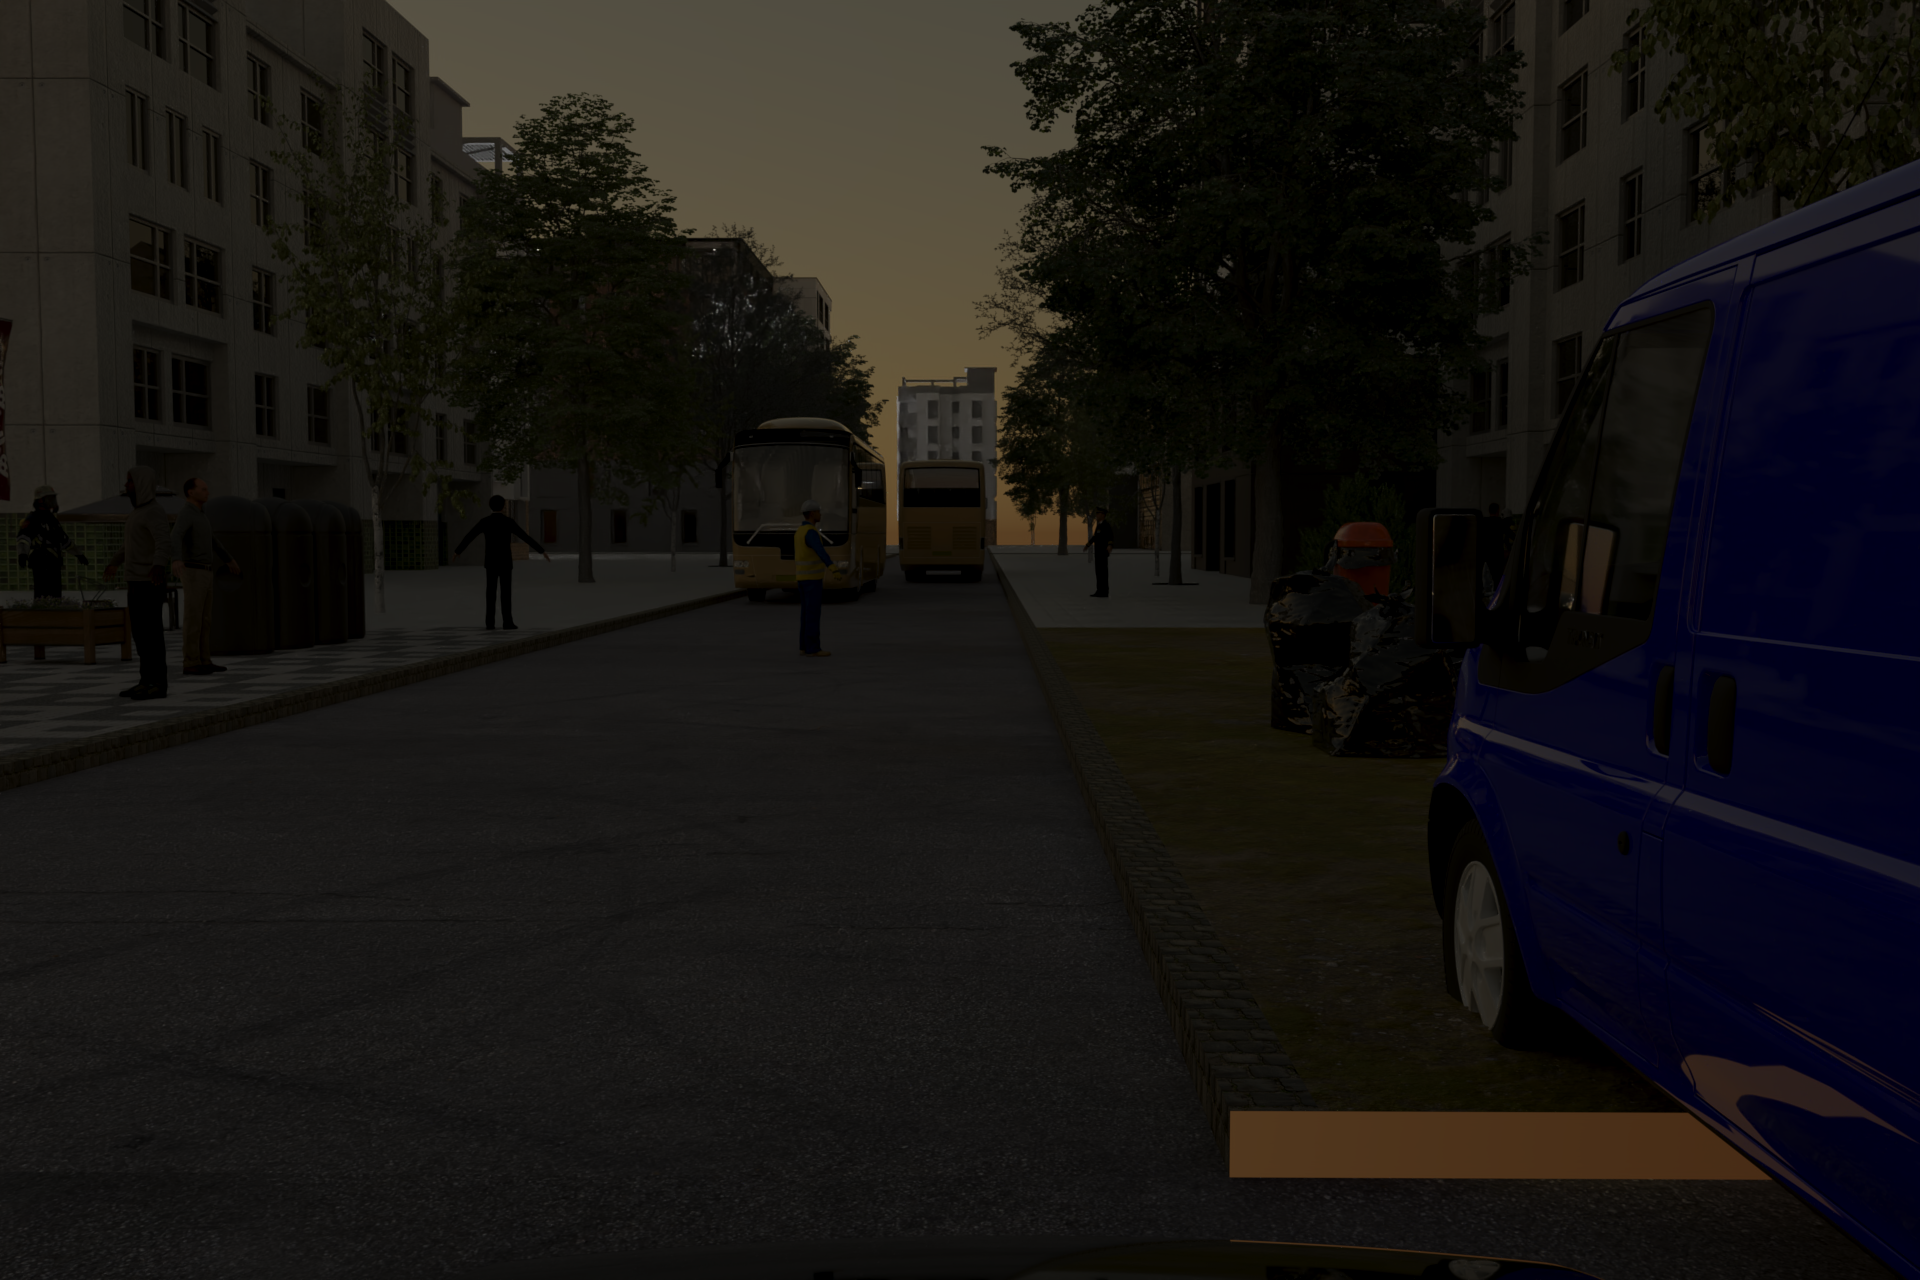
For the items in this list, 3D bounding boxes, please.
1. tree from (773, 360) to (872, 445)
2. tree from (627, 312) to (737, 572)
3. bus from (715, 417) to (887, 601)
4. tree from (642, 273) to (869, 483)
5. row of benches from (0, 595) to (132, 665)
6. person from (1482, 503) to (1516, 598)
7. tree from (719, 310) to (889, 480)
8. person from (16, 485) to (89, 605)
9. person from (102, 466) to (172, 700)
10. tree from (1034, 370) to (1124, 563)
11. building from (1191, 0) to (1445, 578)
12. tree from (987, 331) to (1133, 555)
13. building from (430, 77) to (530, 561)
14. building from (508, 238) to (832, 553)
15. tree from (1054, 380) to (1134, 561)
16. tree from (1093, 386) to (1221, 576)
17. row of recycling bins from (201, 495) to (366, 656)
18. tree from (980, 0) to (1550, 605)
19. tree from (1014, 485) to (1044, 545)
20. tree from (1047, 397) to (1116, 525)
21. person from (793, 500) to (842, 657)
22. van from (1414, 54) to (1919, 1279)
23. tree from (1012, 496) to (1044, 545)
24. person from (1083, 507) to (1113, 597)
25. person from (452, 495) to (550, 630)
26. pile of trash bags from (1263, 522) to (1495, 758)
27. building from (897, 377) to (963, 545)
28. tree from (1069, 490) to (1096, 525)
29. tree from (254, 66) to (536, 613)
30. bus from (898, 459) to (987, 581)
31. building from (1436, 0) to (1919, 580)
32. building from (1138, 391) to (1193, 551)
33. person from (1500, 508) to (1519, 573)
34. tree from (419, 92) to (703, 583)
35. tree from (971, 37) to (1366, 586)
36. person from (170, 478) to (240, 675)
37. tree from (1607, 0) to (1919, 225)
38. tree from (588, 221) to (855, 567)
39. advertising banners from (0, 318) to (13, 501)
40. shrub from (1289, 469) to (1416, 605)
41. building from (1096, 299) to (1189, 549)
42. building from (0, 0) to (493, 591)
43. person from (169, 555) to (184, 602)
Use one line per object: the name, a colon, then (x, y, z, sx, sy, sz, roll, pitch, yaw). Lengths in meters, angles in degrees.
tree: (-8.783, -11.529, 106.628, 7.486, 12.596, 7.792, 0, 3, 0)
tree: (-9.632, -6.600, 58.269, 4.737, 8.622, 4.395, 0, 3, 0)
bus: (-3.302, -2.976, 40.208, 2.896, 3.916, 12.252, 0, 4, 1)
tree: (-9.364, -10.430, 80.894, 12.009, 13.543, 11.850, 0, 3, 0)
row of benches: (-10.467, -0.129, 17.576, 4.104, 0.672, 1.422, 1, 4, 10)
person: (8.973, -1.399, 29.094, 0.704, 1.802, 1.346, -3, 5, -42)
tree: (-8.701, -11.545, 95.412, 9.857, 13.997, 8.962, 0, 3, 0)
person: (-10.728, -0.894, 20.391, 0.705, 1.856, 1.354, 0, 4, 2)
person: (-6.396, -0.453, 13.537, 0.705, 1.813, 1.348, -3, 5, -41)
tree: (5.599, -7.720, 76.582, 4.737, 8.622, 4.395, 0, 3, 0)
building: (22.479, -13.546, 65.448, 27.936, 21.610, 32.646, 0, 4, 1)
tree: (6.138, -12.087, 104.285, 9.857, 13.997, 8.962, 0, 3, 0)
building: (-26.611, -13.258, 73.186, 16.016, 20.090, 11.380, 0, 4, 1)
building: (-25.362, -17.865, 136.067, 27.936, 21.610, 32.646, 0, 4, 1)
tree: (6.356, -8.086, 82.563, 4.737, 8.622, 4.395, 0, 3, 0)
tree: (5.976, -6.236, 52.317, 4.360, 8.622, 3.978, 0, 3, 0)
row of recycling bins: (-7.735, -0.782, 19.902, 1.069, 1.692, 3.534, 0, 4, 1)
tree: (5.542, -7.632, 31.439, 9.857, 13.997, 8.962, 0, 3, 0)
tree: (8.133, -15.026, 196.044, 4.737, 8.622, 4.395, 0, 3, 0)
tree: (6.892, -8.586, 90.741, 4.360, 8.622, 3.978, 0, 3, 0)
person: (-1.723, -0.730, 20.360, 0.705, 1.833, 1.349, -2, 4, -24)
van: (2.256, 0.099, 2.771, 2.240, 2.365, 5.245, 0, 4, 0)
tree: (8.584, -15.320, 200.838, 4.360, 8.622, 3.978, 0, 3, 0)
person: (2.852, -1.790, 35.206, 0.705, 1.837, 1.347, -1, 4, -19)
person: (-6.188, -1.044, 23.262, 1.347, 1.806, 0.705, 0, 4, 4)
pile of trash bags: (2.973, -0.110, 11.556, 1.912, 1.369, 3.447, 0, 4, 0)
building: (-6.912, -20.966, 201.668, 11.380, 20.090, 16.016, 1, 4, 10)
tree: (16.980, -17.630, 194.905, 9.857, 13.997, 8.962, 0, 3, 0)
tree: (-9.262, -4.732, 27.738, 4.737, 8.622, 4.395, 0, 3, 0)
bus: (-0.496, -3.945, 56.042, 2.896, 3.916, 12.252, 0, 4, 0)
building: (21.659, -10.198, 33.192, 16.747, 18.905, 31.486, 0, 4, 1)
building: (24.433, -18.817, 138.583, 19.493, 23.208, 18.063, 0, 4, 1)
person: (12.004, -1.979, 38.118, 1.354, 1.858, 0.705, -1, 4, -14)
tree: (-10.246, -7.777, 45.279, 7.486, 12.596, 7.792, 0, 3, 0)
tree: (5.473, -8.118, 43.103, 12.009, 13.543, 11.850, 0, 3, 0)
person: (-6.986, -0.590, 15.924, 0.705, 1.796, 1.348, 0, 4, -2)
tree: (6.265, -3.784, 12.237, 4.737, 8.622, 4.395, 0, 3, 0)
tree: (-9.122, -9.606, 67.432, 12.009, 13.543, 11.850, 0, 3, 0)
advertising banners: (-7.750, -1.042, 13.218, 0.090, 3.025, 2.074, 0, 4, 0)
shrub: (4.552, -0.935, 19.713, 1.690, 2.028, 1.600, 0, 3, 0)
building: (26.787, -19.635, 165.004, 27.936, 21.610, 32.646, 0, 4, 0)
building: (-27.405, -11.473, 54.038, 16.747, 18.905, 31.486, 0, 4, 1)
person: (-14.532, -1.436, 32.740, 0.991, 1.433, 0.599, 0, 4, 4)
